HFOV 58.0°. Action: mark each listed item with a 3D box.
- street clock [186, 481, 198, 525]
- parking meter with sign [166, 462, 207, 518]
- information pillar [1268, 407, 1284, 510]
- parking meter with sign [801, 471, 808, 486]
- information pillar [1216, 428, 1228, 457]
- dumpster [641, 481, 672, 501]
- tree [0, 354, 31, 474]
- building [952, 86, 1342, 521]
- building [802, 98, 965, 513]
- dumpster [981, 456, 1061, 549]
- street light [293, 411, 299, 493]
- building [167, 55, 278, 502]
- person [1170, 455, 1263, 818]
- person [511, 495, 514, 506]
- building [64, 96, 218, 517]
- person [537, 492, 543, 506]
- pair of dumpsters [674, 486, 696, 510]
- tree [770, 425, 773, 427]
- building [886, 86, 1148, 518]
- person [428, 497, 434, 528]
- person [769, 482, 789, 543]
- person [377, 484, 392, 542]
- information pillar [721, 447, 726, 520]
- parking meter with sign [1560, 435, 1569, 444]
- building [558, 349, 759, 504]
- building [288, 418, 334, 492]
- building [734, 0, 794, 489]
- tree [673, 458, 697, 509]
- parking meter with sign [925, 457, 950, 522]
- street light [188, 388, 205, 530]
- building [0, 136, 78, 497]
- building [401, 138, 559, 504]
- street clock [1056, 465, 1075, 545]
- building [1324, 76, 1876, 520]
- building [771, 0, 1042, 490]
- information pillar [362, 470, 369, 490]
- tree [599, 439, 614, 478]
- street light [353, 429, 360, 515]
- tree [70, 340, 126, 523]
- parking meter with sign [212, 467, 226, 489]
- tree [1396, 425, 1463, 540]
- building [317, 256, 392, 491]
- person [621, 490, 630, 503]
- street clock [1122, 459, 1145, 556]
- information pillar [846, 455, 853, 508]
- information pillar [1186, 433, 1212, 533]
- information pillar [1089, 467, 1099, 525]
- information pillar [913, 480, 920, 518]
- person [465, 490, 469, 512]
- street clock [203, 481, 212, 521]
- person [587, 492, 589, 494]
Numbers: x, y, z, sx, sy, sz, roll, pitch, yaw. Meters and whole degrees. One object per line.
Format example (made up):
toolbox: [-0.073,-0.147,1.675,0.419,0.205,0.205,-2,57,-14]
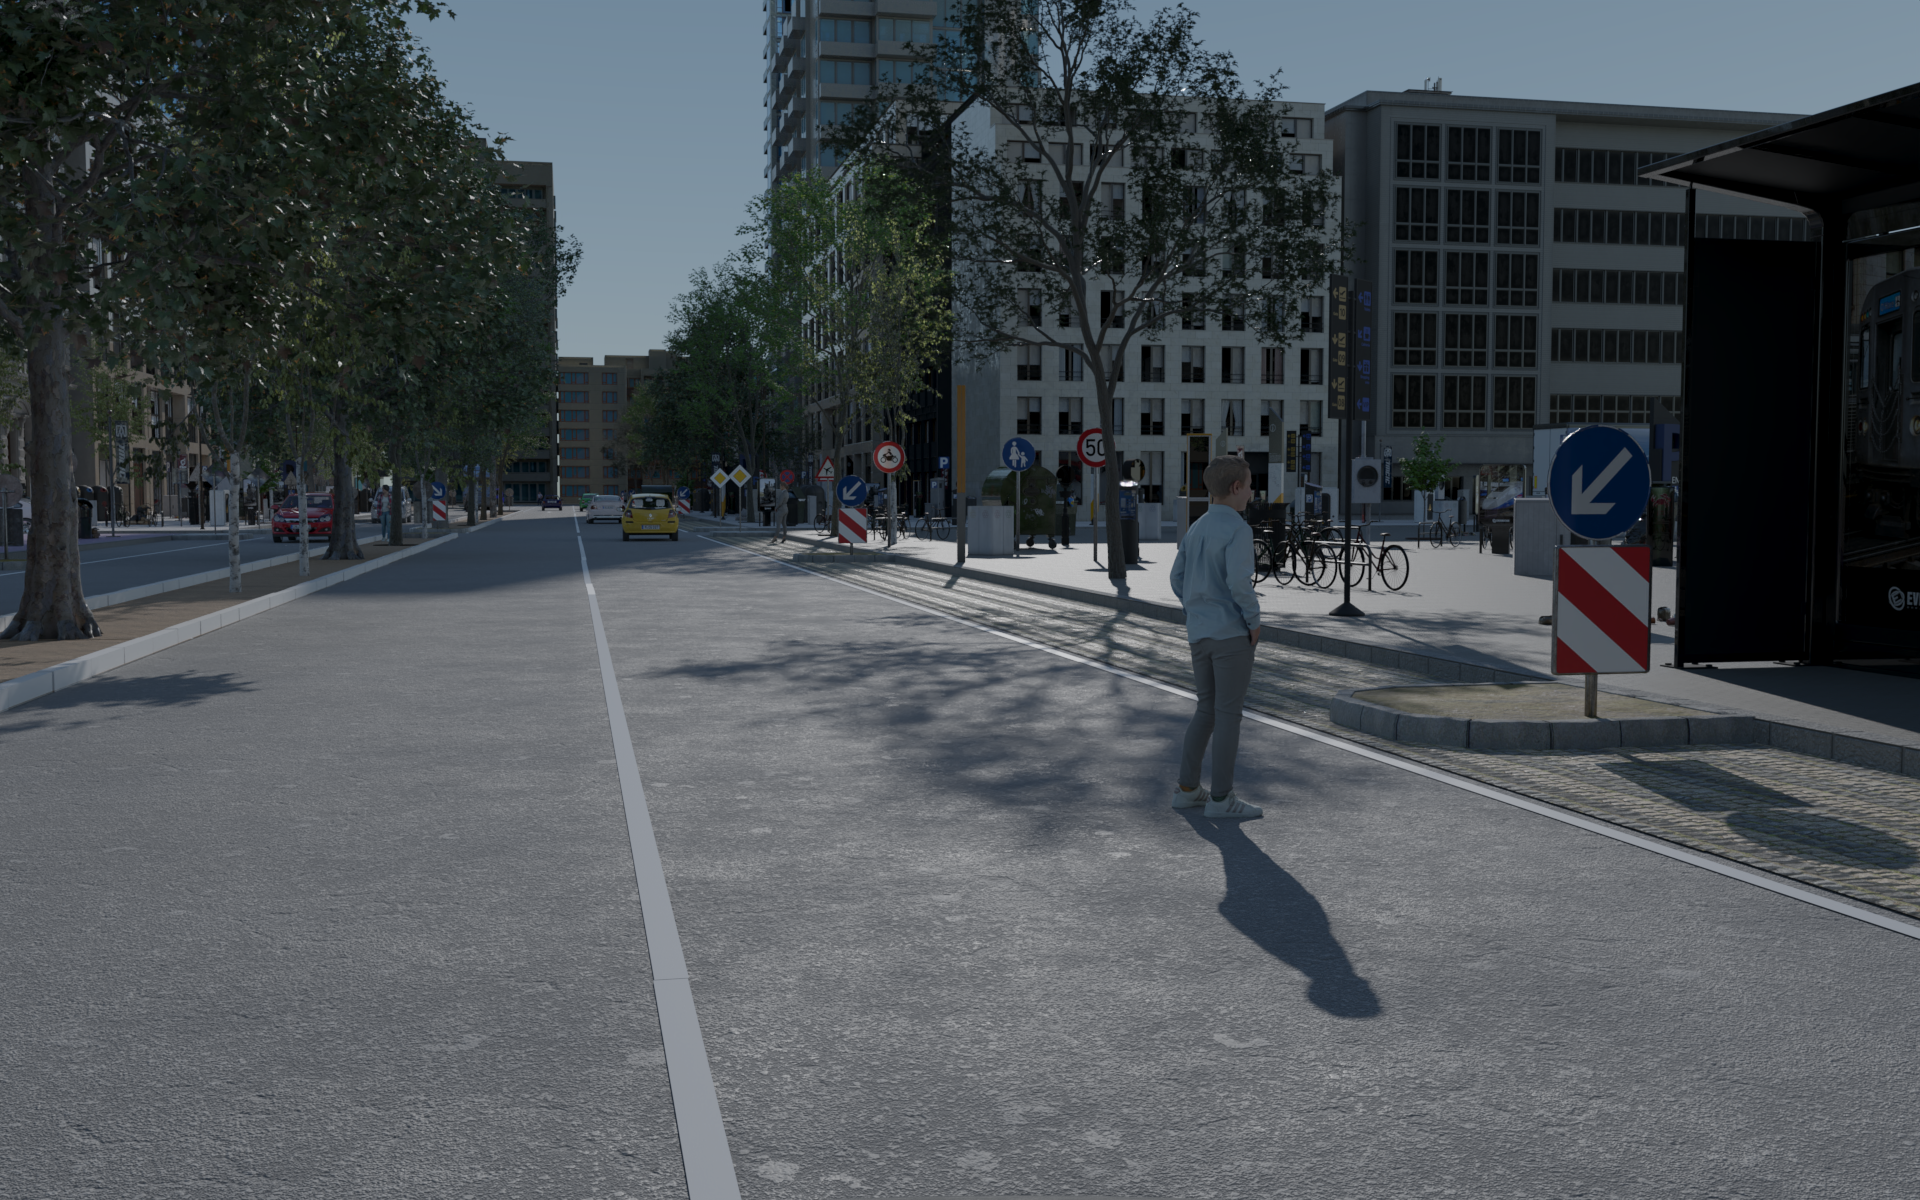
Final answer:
street clock: [-31.899,-4.122,71.963,0.471,2.002,0.358,-1,4,-17]
parking meter with sign: [-41.979,-5.969,93.850,1.738,3.016,0.543,-3,5,-45]
information pillar: [8.494,-3.379,46.606,0.183,3.616,0.504,-3,4,-37]
parking meter with sign: [-11.953,-8.311,132.143,0.543,3.016,1.738,0,4,1]
information pillar: [9.289,-4.289,61.472,0.183,3.616,0.504,-3,5,-43]
dumpster: [-19.463,-6.490,111.070,1.985,2.255,1.502,-1,4,-14]
tree: [-34.895,-6.842,62.223,4.360,8.622,3.978,0,3,0]
building: [8.920,-14.169,86.407,16.860,20.320,10.420,-1,4,-13]
building: [0.133,-19.759,127.582,19.350,26.468,34.151,-1,4,-13]
dumpster: [1.453,-2.347,40.867,1.502,2.255,1.985,-1,4,-13]
street light: [-32.707,-6.890,85.438,0.468,5.910,1.993,-1,4,-13]
building: [-69.016,-50.866,144.336,22.319,86.520,31.000,-1,4,-13]
person: [1.172,0.159,7.711,0.330,1.601,0.589,-1,4,-16]
person: [-54.478,-12.342,210.157,0.709,1.838,0.599,1,4,11]
building: [-58.298,-18.339,104.360,19.350,26.468,34.151,-1,4,-13]
person: [-51.469,-12.388,211.984,0.756,1.711,0.436,2,4,32]
pair of dumpsters: [-21.744,-8.234,137.114,1.574,2.255,4.437,-1,4,-13]
tree: [-10.890,-10.176,116.742,4.360,8.622,3.978,0,3,0]
building: [3.053,-16.703,102.764,12.332,23.373,15.834,-1,4,-13]
person: [-20.876,-3.607,68.479,0.512,1.701,0.522,2,4,28]
person: [-5.279,-2.551,50.483,0.573,1.790,0.520,0,4,-5]
person: [-17.219,-2.611,52.030,0.563,1.720,0.643,0,4,-2]
information pillar: [-11.802,-5.810,86.354,0.183,3.616,0.504,0,4,6]
parking meter with sign: [18.317,-3.376,51.451,0.543,3.016,1.738,2,4,34]
building: [-42.441,-24.614,247.480,28.899,21.520,27.650,-1,4,-13]
building: [-80.140,-20.455,179.472,28.899,21.520,27.650,-1,4,-13]
building: [-13.135,-53.756,191.586,22.319,86.520,31.000,-1,4,-13]
tree: [-24.246,-12.146,148.941,4.737,8.622,4.395,0,3,0]
parking meter with sign: [-1.079,-5.142,80.333,0.543,3.016,1.738,2,4,25]
street light: [-27.454,-5.493,62.592,0.468,5.910,1.993,-1,4,-13]
building: [-48.210,-15.252,78.248,11.050,23.489,19.941,-1,4,-13]
building: [-66.367,-37.570,237.976,21.600,48.544,21.300,-1,4,-13]
street clock: [2.659,-2.393,43.696,0.471,2.002,0.358,0,4,-2]
building: [32.144,-16.783,93.469,30.058,24.678,14.314,-1,4,-13]
building: [-5.600,-33.216,162.696,23.786,49.044,30.456,-1,4,-13]
information pillar: [-45.601,-8.658,132.917,0.504,3.616,0.183,0,4,-3]
tree: [-40.146,-17.143,214.699,8.767,10.594,7.601,-2,4,-30]
street light: [-37.704,-8.291,108.341,0.468,5.910,1.993,-1,4,-13]
tree: [-36.971,-7.643,75.326,4.737,8.622,4.395,0,3,0]
parking meter with sign: [-47.948,-7.066,111.795,0.543,3.016,1.738,0,4,6]
tree: [13.035,-3.319,48.872,1.663,3.219,1.824,0,3,0]
building: [-92.810,-37.528,233.186,30.456,49.044,23.786,-1,4,-13]
person: [-31.794,-9.540,164.463,0.705,1.826,1.348,3,4,36]
street clock: [3.569,-1.899,35.621,0.471,2.002,0.358,-3,5,-42]
information pillar: [-6.627,-6.899,104.155,0.504,3.616,0.183,-3,5,-40]
information pillar: [2.922,-1.020,21.174,0.304,2.012,0.304,1,4,9]
information pillar: [5.509,-4.868,70.946,0.183,3.616,0.504,-2,4,-28]
information pillar: [-2.331,-5.445,93.510,0.304,2.012,0.304,1,4,14]
person: [-38.683,-7.797,136.160,0.592,1.802,0.473,-2,4,-35]
street clock: [-36.187,-4.814,83.283,0.358,2.002,0.471,3,4,36]
person: [-44.131,-11.979,205.069,1.217,1.735,0.721,2,4,28]
